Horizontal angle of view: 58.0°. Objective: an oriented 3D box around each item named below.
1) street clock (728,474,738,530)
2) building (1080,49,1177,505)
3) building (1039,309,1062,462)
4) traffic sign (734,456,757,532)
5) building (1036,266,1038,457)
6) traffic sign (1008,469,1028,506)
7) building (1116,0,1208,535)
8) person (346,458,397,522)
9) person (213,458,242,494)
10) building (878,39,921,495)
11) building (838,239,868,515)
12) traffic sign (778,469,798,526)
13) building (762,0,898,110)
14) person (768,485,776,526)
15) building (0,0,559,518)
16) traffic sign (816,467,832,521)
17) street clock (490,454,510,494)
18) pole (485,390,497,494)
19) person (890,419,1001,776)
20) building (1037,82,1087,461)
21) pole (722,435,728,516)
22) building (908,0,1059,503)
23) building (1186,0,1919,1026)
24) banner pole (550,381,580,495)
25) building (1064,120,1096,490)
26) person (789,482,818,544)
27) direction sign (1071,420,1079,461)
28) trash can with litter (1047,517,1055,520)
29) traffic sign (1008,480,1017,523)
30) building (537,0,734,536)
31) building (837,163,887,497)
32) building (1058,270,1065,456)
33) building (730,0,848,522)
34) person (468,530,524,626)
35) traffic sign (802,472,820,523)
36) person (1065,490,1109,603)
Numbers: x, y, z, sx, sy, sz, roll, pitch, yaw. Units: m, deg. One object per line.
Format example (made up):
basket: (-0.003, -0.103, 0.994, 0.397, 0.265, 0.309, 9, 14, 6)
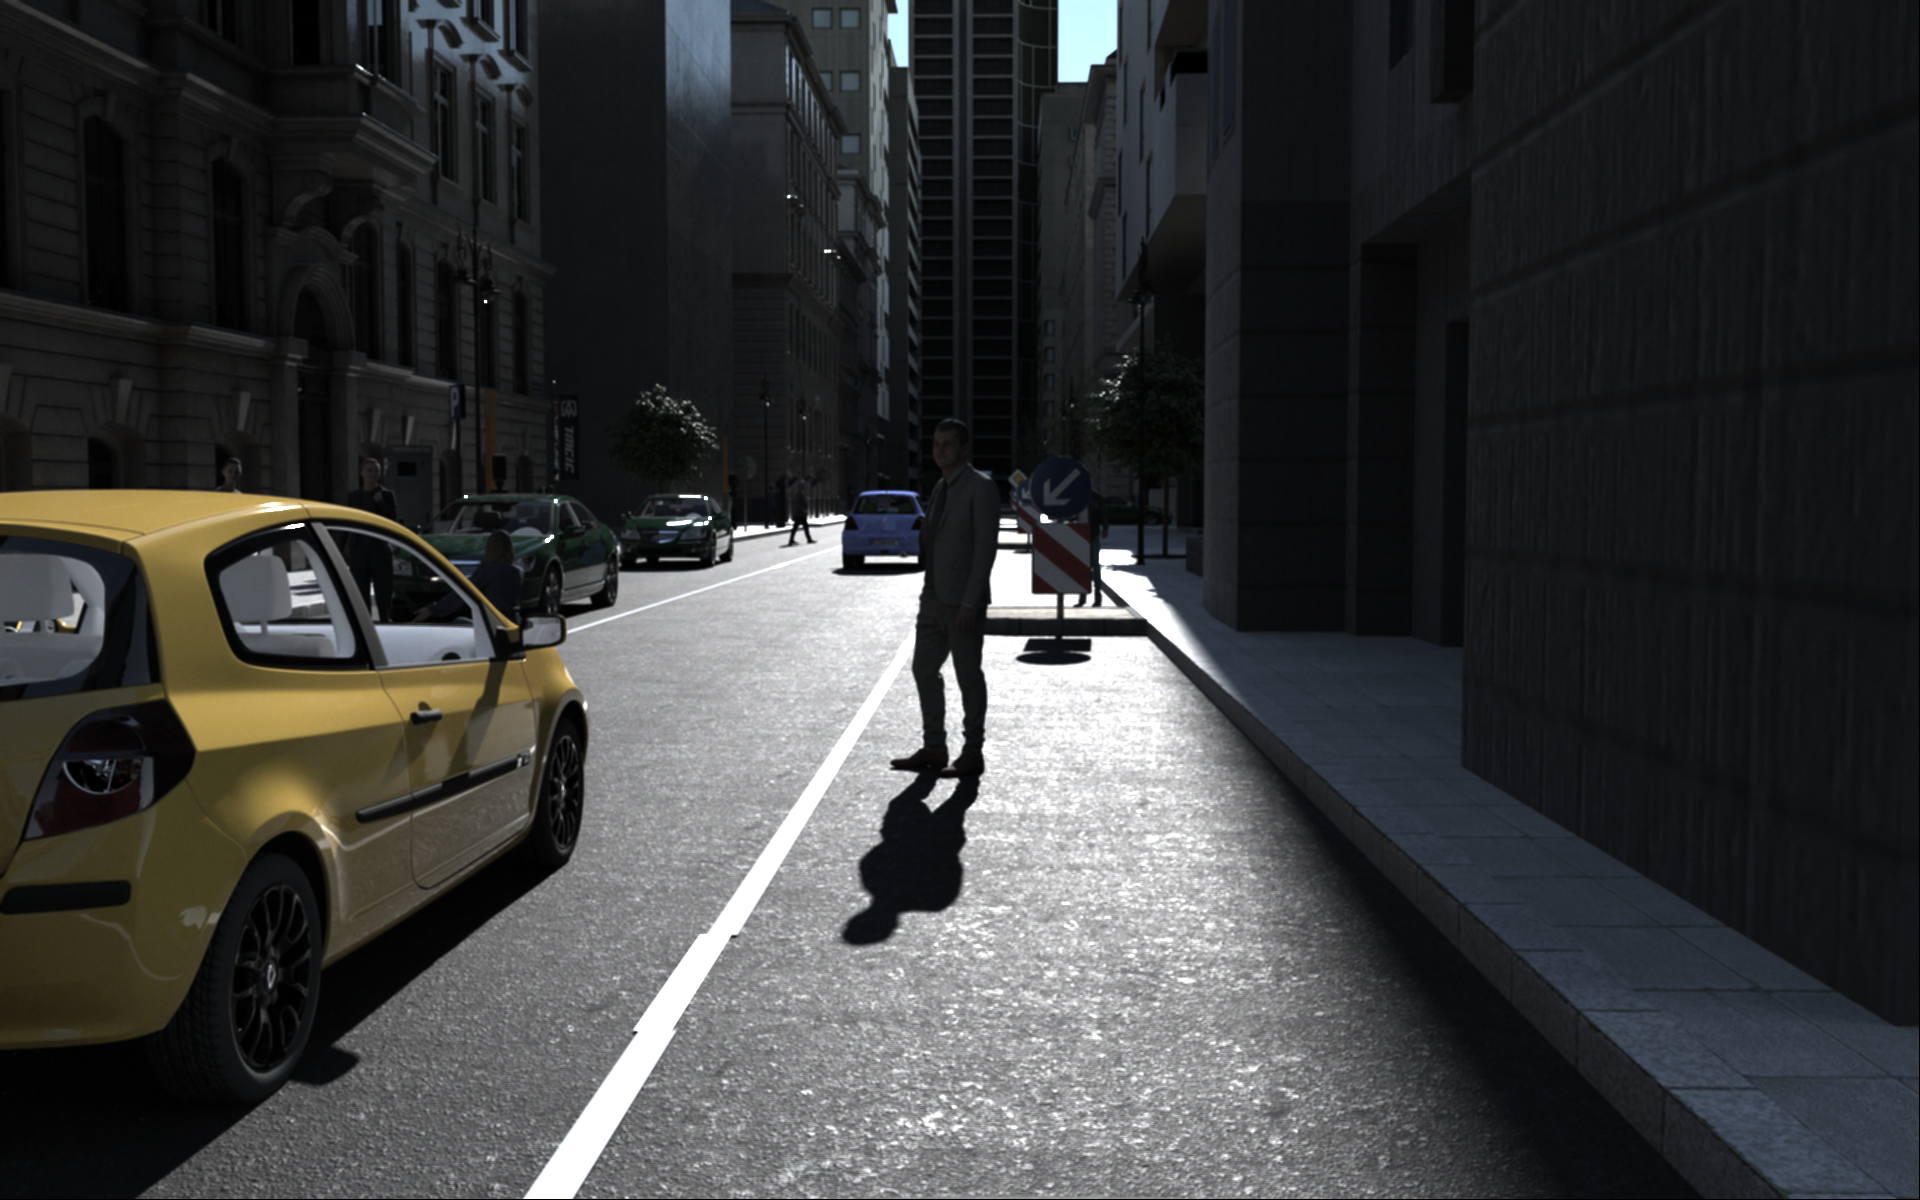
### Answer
street clock: (-8.033, -3.477, 61.417, 0.358, 2.002, 0.471, 1, 4, 12)
building: (15.851, -15.460, 81.650, 19.941, 23.489, 11.050, 0, 4, 2)
building: (22.114, -20.251, 176.144, 27.650, 21.520, 28.899, 0, 4, 2)
traffic sign: (-7.196, -3.544, 58.046, 0.768, 2.556, 0.104, 0, 4, 3)
building: (16.597, -27.362, 219.076, 14.160, 30.474, 14.107, 0, 4, 2)
traffic sign: (2.289, -3.955, 68.302, 0.795, 2.450, 0.064, 0, 4, 2)
building: (18.979, -28.296, 51.886, 28.713, 52.752, 27.495, 0, 4, 2)
person: (-5.684, -0.473, 16.662, 0.576, 1.772, 0.534, -2, 4, -26)
person: (-7.045, -0.484, 16.747, 0.374, 1.781, 0.599, 1, 4, 13)
building: (-15.720, -34.605, 189.500, 21.300, 48.544, 21.600, 0, 4, 2)
building: (-11.974, -15.127, 111.952, 10.561, 19.102, 19.286, 0, 4, 2)
traffic sign: (-6.802, -3.971, 68.571, 0.795, 2.450, 0.064, 0, 4, 2)
building: (-20.904, -35.215, 165.003, 28.713, 52.752, 27.495, 0, 4, 2)
person: (-7.866, -3.932, 72.974, 0.721, 1.800, 0.419, 0, 4, 3)
building: (-16.802, -12.881, 29.696, 14.460, 24.649, 34.723, 0, 4, 2)
traffic sign: (-6.520, -5.062, 82.876, 0.768, 2.556, 0.104, 0, 4, 8)
street clock: (-8.416, -1.658, 31.683, 0.358, 2.002, 0.471, -1, 4, -18)
pole: (-9.243, -2.467, 34.173, 0.158, 3.312, 0.155, 0, 3, 0)
person: (-0.028, -0.018, 8.901, 0.391, 1.810, 0.635, -3, 4, -39)
building: (19.826, -35.285, 200.609, 21.300, 48.544, 21.600, 0, 4, 2)
pole: (-8.097, -4.033, 59.781, 0.158, 3.312, 0.155, 0, 3, 0)
building: (3.479, -49.293, 244.186, 20.611, 71.187, 20.563, 0, 4, 2)
building: (13.122, -28.995, 16.070, 21.231, 58.520, 28.212, 0, 4, 2)
banner pole: (-8.802, -2.961, 38.430, 0.863, 3.779, 0.401, 1, 4, 15)
building: (17.132, -18.988, 114.975, 19.350, 26.468, 34.151, 0, 4, 2)
person: (-4.496, -2.494, 49.680, 0.834, 1.777, 0.661, 0, 4, -5)
direction sign: (3.540, -3.755, 53.395, 0.379, 3.537, 0.876, -1, 4, -12)
trash can with litter: (4.744, -4.591, 86.446, 0.624, 1.170, 1.055, -2, 4, -30)
traffic sign: (2.507, -4.443, 76.284, 0.795, 2.450, 0.064, 0, 4, 2)
building: (-23.651, -14.747, 60.186, 30.058, 24.678, 14.314, 0, 4, 2)
building: (-13.282, -21.144, 133.087, 14.401, 28.519, 23.554, 0, 4, 2)
building: (13.156, -17.876, 141.419, 9.793, 20.994, 18.267, 0, 4, 2)
building: (-13.080, -17.878, 89.569, 12.463, 27.353, 25.104, 0, 4, 2)
person: (-3.808, 0.019, 13.693, 1.012, 1.151, 0.738, -3, 5, -41)
traffic sign: (-6.583, -4.459, 76.553, 0.795, 2.450, 0.064, 0, 4, 2)
person: (1.646, -0.859, 22.895, 0.623, 1.781, 0.721, 0, 4, -1)
